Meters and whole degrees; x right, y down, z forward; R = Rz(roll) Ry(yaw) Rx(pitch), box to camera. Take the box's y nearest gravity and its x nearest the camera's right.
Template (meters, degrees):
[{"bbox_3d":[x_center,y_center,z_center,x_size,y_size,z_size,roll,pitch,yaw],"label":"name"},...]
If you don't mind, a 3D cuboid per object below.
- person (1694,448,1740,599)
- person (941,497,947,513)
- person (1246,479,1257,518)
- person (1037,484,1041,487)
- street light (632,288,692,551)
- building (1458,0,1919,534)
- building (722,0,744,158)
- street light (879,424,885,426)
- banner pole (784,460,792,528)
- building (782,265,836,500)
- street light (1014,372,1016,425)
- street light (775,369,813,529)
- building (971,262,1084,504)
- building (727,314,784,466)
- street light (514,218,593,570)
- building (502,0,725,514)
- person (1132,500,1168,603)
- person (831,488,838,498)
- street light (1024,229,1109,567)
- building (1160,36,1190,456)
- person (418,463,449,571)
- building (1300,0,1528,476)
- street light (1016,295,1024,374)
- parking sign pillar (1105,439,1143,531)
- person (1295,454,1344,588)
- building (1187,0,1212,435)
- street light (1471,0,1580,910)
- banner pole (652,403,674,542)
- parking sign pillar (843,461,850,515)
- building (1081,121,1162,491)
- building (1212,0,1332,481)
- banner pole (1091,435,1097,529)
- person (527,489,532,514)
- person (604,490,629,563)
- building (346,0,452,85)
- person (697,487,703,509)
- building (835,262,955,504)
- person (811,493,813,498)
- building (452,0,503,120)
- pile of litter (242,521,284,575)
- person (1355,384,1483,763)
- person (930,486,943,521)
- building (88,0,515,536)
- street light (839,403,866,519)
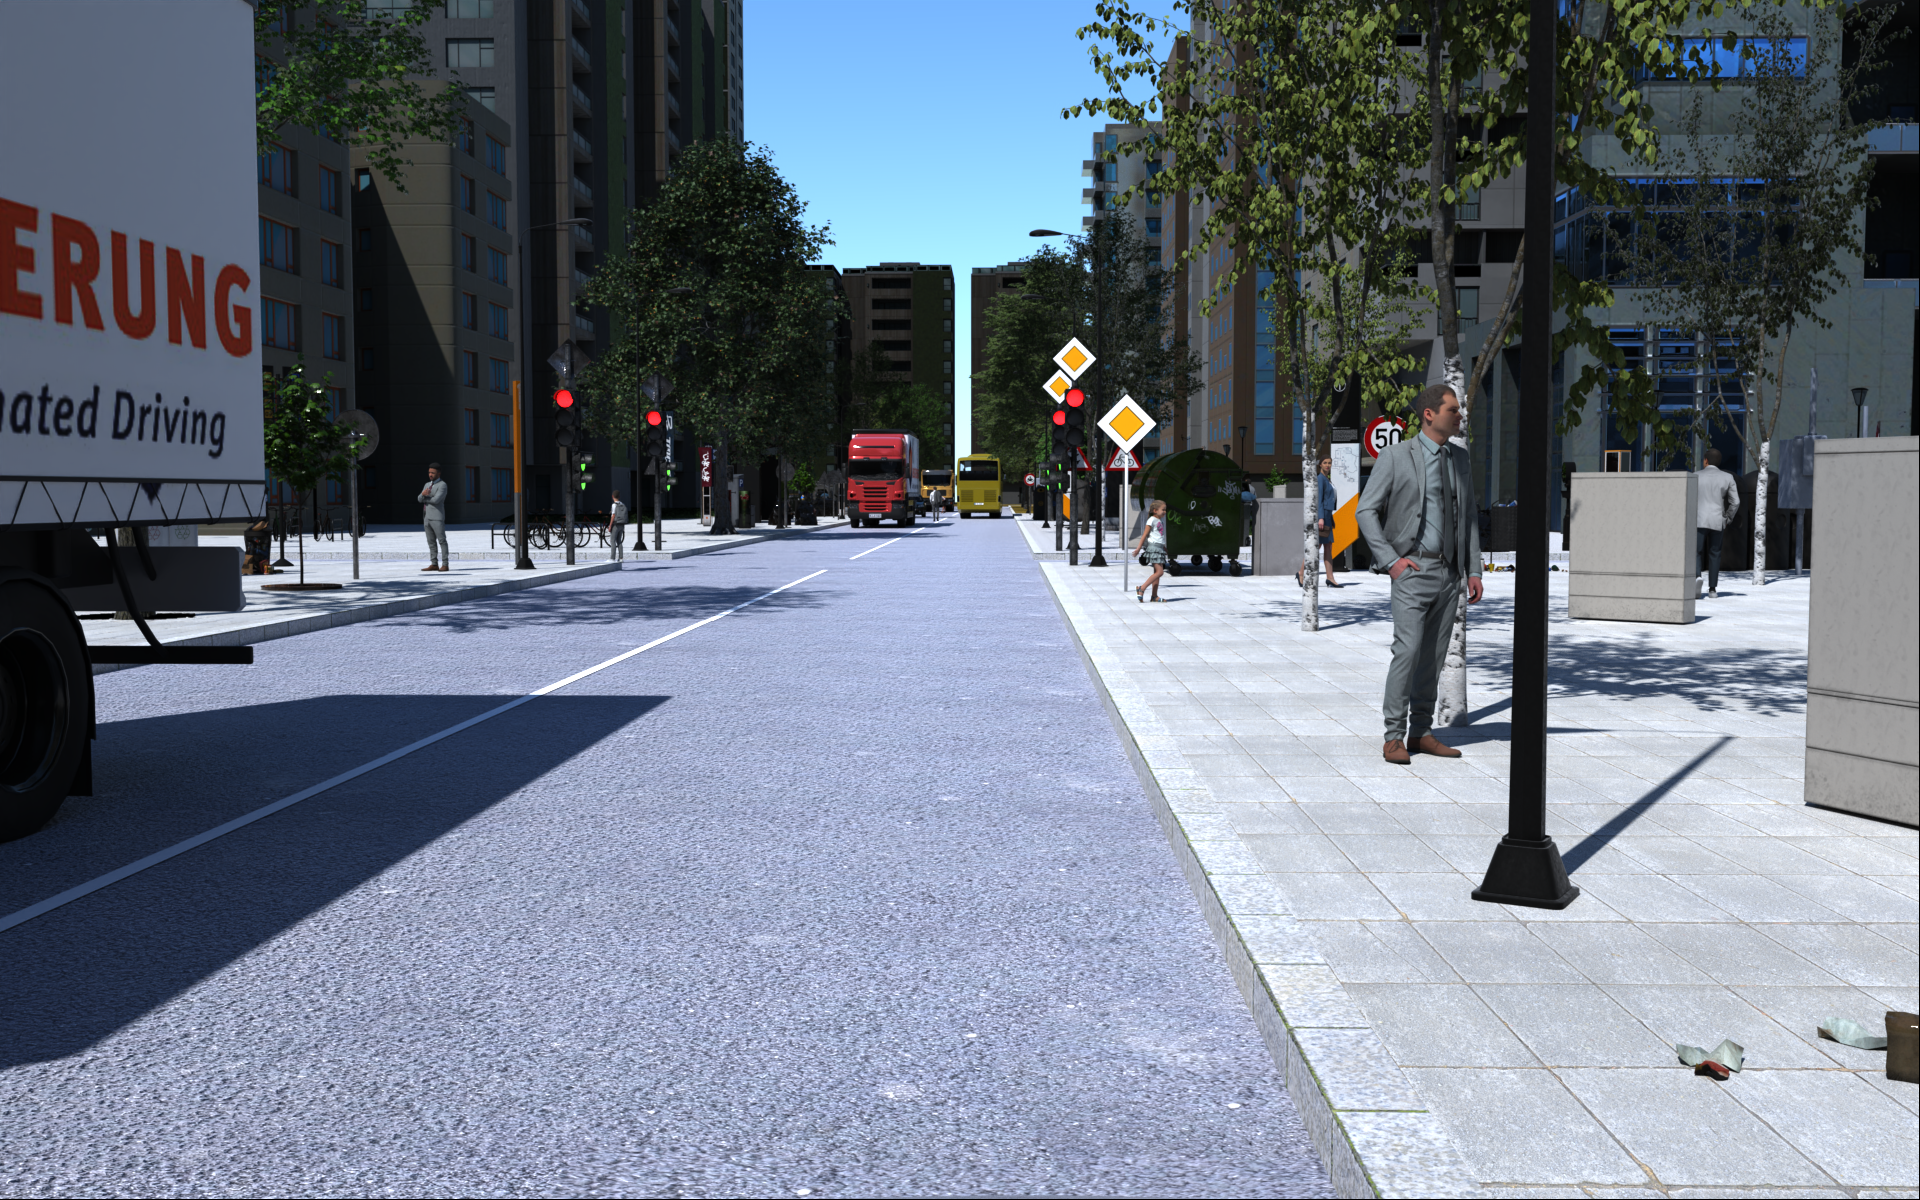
[{"bbox_3d":[9.187,-0.938,21.218,0.661,1.843,0.795,1,4,20],"label":"person"},{"bbox_3d":[-1.368,-7.193,129.301,0.628,1.438,0.799,2,4,27],"label":"person"},{"bbox_3d":[10.645,-3.517,63.390,0.661,1.843,0.795,-3,5,-44],"label":"person"},{"bbox_3d":[4.289,-5.291,92.751,0.583,1.804,0.606,0,4,3],"label":"person"},{"bbox_3d":[-6.720,-4.072,39.116,1.470,5.913,1.316,0,4,1],"label":"street light"},{"bbox_3d":[35.060,-45.881,62.829,31.000,86.520,22.319,0,4,1],"label":"building"},{"bbox_3d":[-39.298,-47.925,221.828,20.611,71.187,20.563,0,4,1],"label":"building"},{"bbox_3d":[-4.885,-8.595,113.066,1.470,5.913,1.316,0,4,1],"label":"street light"},{"bbox_3d":[-6.569,-4.610,65.385,0.401,3.779,0.863,0,4,-5],"label":"banner pole"},{"bbox_3d":[-22.034,-27.355,218.959,14.107,30.474,14.160,0,4,1],"label":"building"},{"bbox_3d":[2.714,-5.671,65.264,1.470,5.913,1.316,0,4,1],"label":"street light"},{"bbox_3d":[-6.106,-5.582,63.807,1.470,5.913,1.316,0,4,1],"label":"street light"},{"bbox_3d":[8.330,-27.326,218.488,14.107,30.474,14.160,0,4,1],"label":"building"},{"bbox_3d":[-32.865,-19.494,163.765,28.899,21.520,27.650,0,4,1],"label":"building"},{"bbox_3d":[-6.879,-3.475,29.355,1.470,5.913,1.316,0,4,1],"label":"street light"},{"bbox_3d":[-26.368,-27.647,135.615,14.154,41.232,14.086,0,4,1],"label":"building"},{"bbox_3d":[2.293,-0.582,20.579,0.382,1.210,0.505,2,4,27],"label":"person"},{"bbox_3d":[-10.345,-8.140,139.860,1.217,1.736,0.721,2,4,30],"label":"person"},{"bbox_3d":[1.914,-3.547,30.538,1.470,5.913,1.316,0,4,1],"label":"street light"},{"bbox_3d":[26.985,-31.632,167.301,14.600,45.320,14.200,0,4,1],"label":"building"},{"bbox_3d":[-8.760,-1.378,28.746,0.511,1.800,0.466,1,4,20],"label":"person"},{"bbox_3d":[33.910,-30.742,91.877,28.713,52.752,27.495,0,4,1],"label":"building"},{"bbox_3d":[2.115,-4.151,40.406,1.470,5.913,1.316,0,4,1],"label":"street light"},{"bbox_3d":[5.771,-4.440,61.061,1.447,3.967,1.447,-1,4,-10],"label":"parking sign pillar"},{"bbox_3d":[4.951,-1.083,23.776,0.654,1.822,0.581,3,5,41],"label":"person"},{"bbox_3d":[29.845,-36.902,145.339,21.231,58.520,28.212,0,4,1],"label":"building"},{"bbox_3d":[1.262,-2.007,5.360,1.470,5.913,1.316,0,4,1],"label":"street light"},{"bbox_3d":[-7.869,-3.428,46.057,0.863,3.779,0.401,3,5,40],"label":"banner pole"},{"bbox_3d":[-6.690,-7.359,108.784,1.447,3.967,1.447,3,4,36],"label":"parking sign pillar"},{"bbox_3d":[30.718,-36.844,221.999,30.456,49.044,23.786,0,4,1],"label":"building"},{"bbox_3d":[25.783,-29.025,124.668,14.600,45.320,14.200,0,4,1],"label":"building"},{"bbox_3d":[5.095,-4.558,64.543,0.401,3.779,0.863,-2,4,-30],"label":"banner pole"},{"bbox_3d":[-21.809,-4.940,86.939,0.853,1.813,0.709,-2,4,-23],"label":"person"},{"bbox_3d":[-7.139,-1.521,35.966,0.523,1.515,0.503,0,4,-7],"label":"person"},{"bbox_3d":[-27.264,-25.332,97.771,14.154,41.232,14.086,0,4,1],"label":"building"},{"bbox_3d":[-15.382,-5.937,103.539,0.534,1.772,0.576,2,4,35],"label":"person"},{"bbox_3d":[-7.681,-27.356,218.977,14.107,30.474,14.160,0,4,1],"label":"building"},{"bbox_3d":[-10.989,-7.554,129.528,1.348,1.826,0.705,0,4,-5],"label":"person"},{"bbox_3d":[-26.005,-26.786,121.542,14.154,41.232,14.086,0,4,1],"label":"building"},{"bbox_3d":[-11.619,-0.863,28.082,1.176,0.858,1.719,-2,4,-24],"label":"pile of litter"},{"bbox_3d":[2.262,-0.141,8.455,0.635,1.810,0.391,-2,4,-31],"label":"person"},{"bbox_3d":[-1.240,-5.015,90.598,0.679,1.850,0.850,0,4,-6],"label":"person"},{"bbox_3d":[-35.214,-13.606,67.494,27.650,21.520,28.899,0,4,1],"label":"building"},{"bbox_3d":[-5.491,-7.092,88.487,1.470,5.913,1.316,0,4,1],"label":"street light"}]
